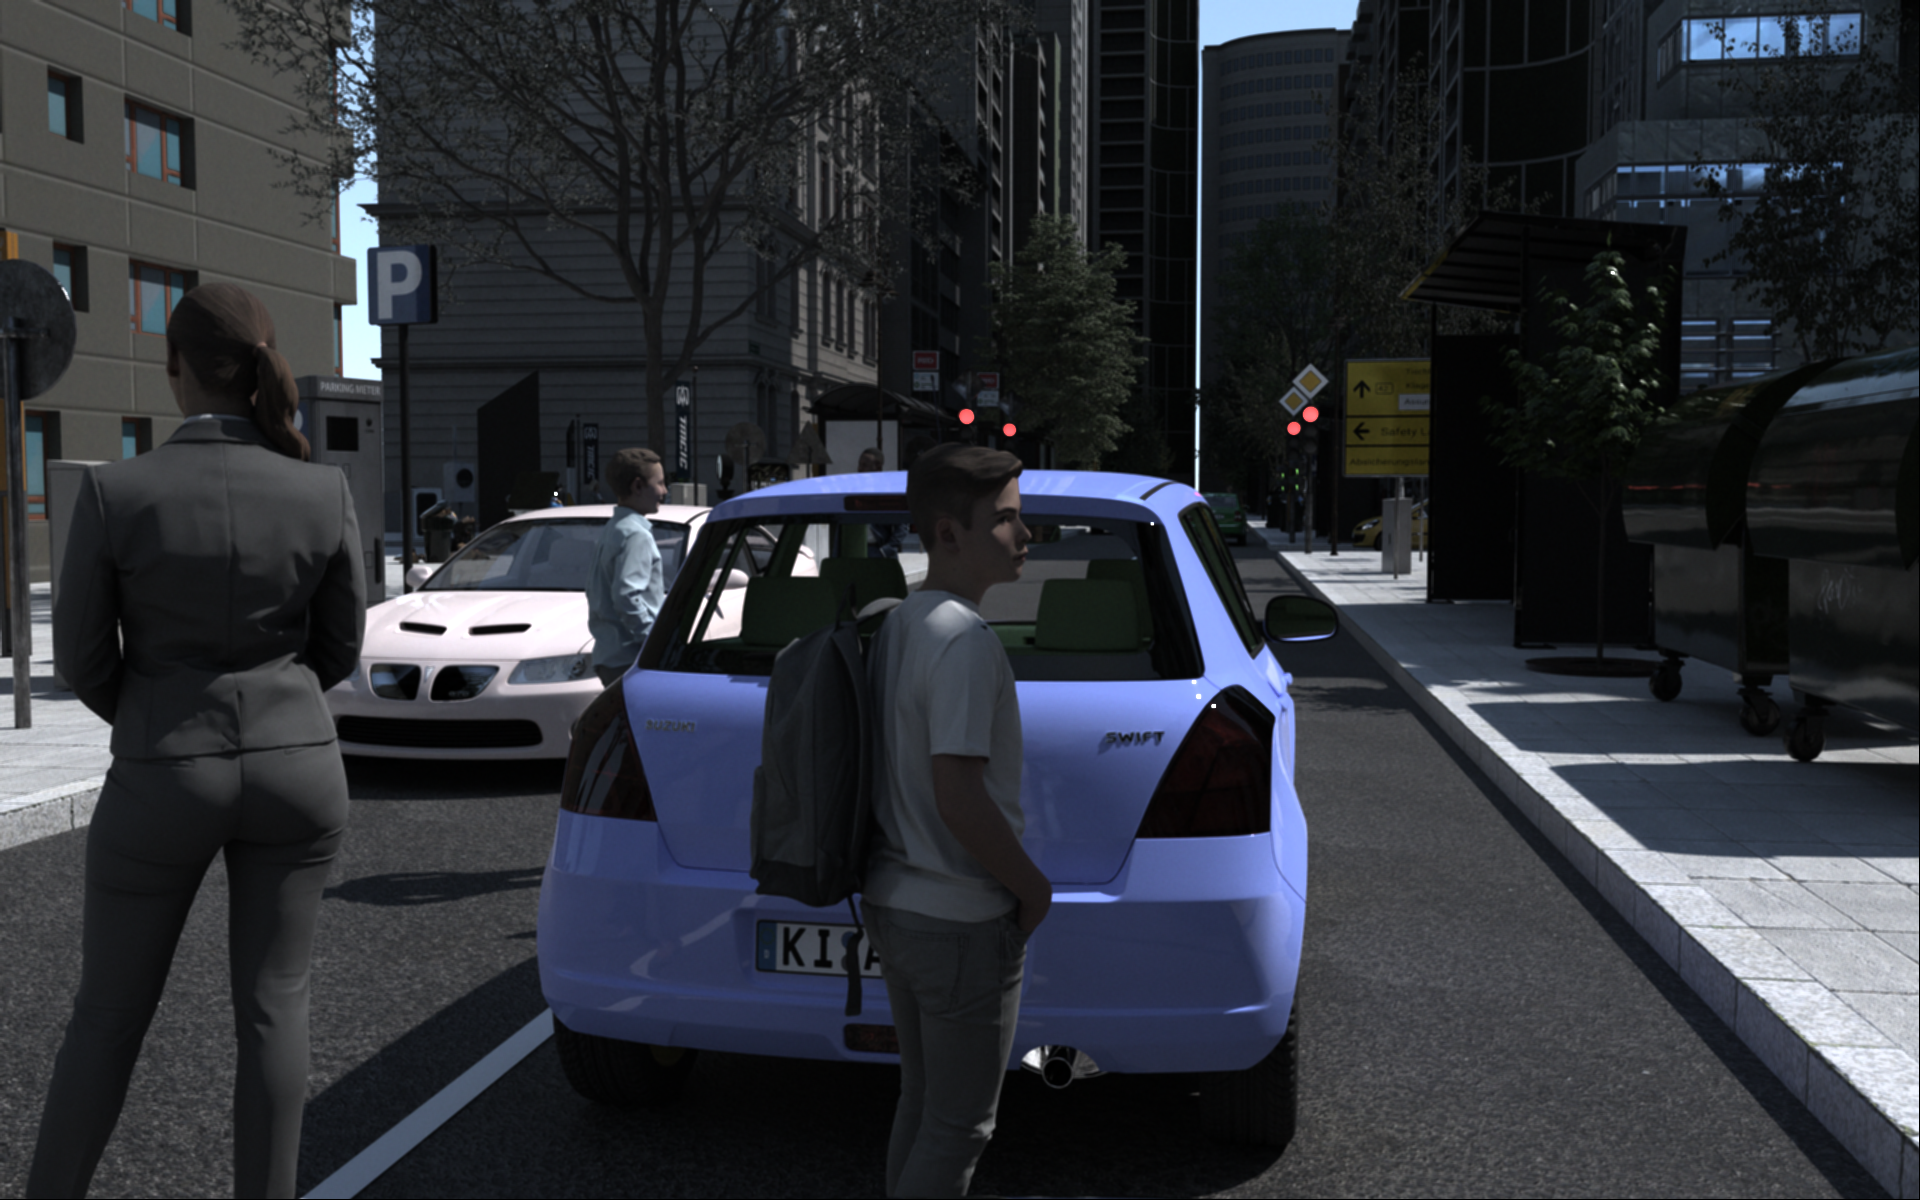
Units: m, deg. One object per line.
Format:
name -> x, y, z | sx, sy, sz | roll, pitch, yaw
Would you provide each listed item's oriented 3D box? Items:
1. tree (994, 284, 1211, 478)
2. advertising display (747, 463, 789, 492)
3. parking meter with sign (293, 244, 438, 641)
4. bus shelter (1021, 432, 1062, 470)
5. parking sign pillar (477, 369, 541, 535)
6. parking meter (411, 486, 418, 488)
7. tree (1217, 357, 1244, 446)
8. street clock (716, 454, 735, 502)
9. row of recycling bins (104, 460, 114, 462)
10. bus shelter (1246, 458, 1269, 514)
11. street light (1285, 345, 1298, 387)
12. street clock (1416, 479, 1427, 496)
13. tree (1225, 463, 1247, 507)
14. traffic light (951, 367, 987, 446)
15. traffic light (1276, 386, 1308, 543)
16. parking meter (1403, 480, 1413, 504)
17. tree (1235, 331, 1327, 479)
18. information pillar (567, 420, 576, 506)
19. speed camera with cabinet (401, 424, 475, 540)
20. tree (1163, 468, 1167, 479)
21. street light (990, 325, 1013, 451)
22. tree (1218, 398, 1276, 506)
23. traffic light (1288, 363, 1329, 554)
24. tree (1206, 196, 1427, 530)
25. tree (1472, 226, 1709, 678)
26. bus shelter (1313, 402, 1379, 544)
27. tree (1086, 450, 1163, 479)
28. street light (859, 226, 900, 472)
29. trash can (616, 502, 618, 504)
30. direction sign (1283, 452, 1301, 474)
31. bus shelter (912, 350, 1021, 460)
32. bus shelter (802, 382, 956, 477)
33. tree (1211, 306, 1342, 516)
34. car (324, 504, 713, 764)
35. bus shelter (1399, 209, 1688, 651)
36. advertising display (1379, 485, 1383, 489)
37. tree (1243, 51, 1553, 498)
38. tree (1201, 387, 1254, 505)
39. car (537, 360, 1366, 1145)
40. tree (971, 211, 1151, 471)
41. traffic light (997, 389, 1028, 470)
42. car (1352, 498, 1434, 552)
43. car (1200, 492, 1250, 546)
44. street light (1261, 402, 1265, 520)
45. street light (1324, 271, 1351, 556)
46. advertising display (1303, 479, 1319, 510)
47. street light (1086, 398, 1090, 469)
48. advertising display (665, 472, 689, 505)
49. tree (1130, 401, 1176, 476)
tree -> 6.179, -10.582, 90.016 | 9.611, 12.733, 9.660 | 0, 3, 0
advertising display -> -3.959, -1.871, 35.810 | 0.974, 1.923, 0.123 | -3, 5, -40
parking meter with sign -> -4.235, -0.932, 11.500 | 0.543, 3.016, 1.738 | 1, 4, 22
bus shelter -> 2.017, -5.012, 59.574 | 2.179, 5.291, 8.768 | 1, 4, 9
parking sign pillar -> -9.756, -3.000, 37.515 | 1.447, 3.967, 1.447 | -1, 4, -11
parking meter -> -16.506, -2.693, 52.439 | 0.372, 1.533, 0.369 | 0, 3, 0
tree -> 12.862, -7.390, 71.195 | 4.360, 8.622, 3.978 | 0, 3, 0
street clock -> -4.242, -1.637, 31.327 | 0.358, 2.002, 0.471 | -1, 4, -20
row of recycling bins -> -10.512, -0.955, 22.730 | 1.069, 1.692, 3.534 | 0, 4, -5
bus shelter -> 19.420, -7.487, 113.703 | 1.731, 3.624, 6.357 | 1, 4, 9
street light -> 10.326, -4.951, 53.735 | 0.468, 5.910, 1.993 | 1, 4, 8
street clock -> 21.868, -4.745, 82.153 | 0.471, 2.002, 0.358 | 0, 4, 1
tree -> 27.757, -11.398, 170.071 | 4.285, 4.588, 4.351 | 0, 3, 0
traffic light -> 0.206, -3.019, 38.287 | 0.839, 4.253, 0.868 | 1, 4, 8
traffic light -> 8.659, -3.438, 45.130 | 0.839, 4.253, 0.868 | 1, 4, 8
parking meter -> 18.075, -3.932, 70.004 | 0.399, 1.863, 0.255 | 0, 4, -8
tree -> 14.681, -7.779, 77.545 | 4.737, 8.622, 4.395 | 0, 3, 0
information pillar -> -12.174, -3.847, 54.255 | 0.183, 3.616, 0.504 | 1, 4, 9
speed camera with cabinet -> -14.663, -3.323, 48.667 | 0.660, 3.252, 2.038 | 3, 5, 40
tree -> 17.505, -10.825, 160.699 | 4.285, 4.588, 4.351 | 0, 3, 0
street light -> 1.136, -4.565, 47.422 | 0.468, 5.910, 1.993 | 1, 4, 8
tree -> 29.876, -15.868, 177.563 | 7.486, 12.596, 7.792 | 0, 3, 0
traffic light -> 7.491, -2.955, 37.230 | 0.839, 4.253, 0.868 | 1, 4, 8
tree -> 12.498, -8.310, 61.631 | 9.928, 11.665, 9.643 | 0, 3, 0
tree -> 4.781, -1.099, 12.572 | 1.663, 3.219, 1.824 | 0, 3, 0
bus shelter -> 10.404, -3.426, 47.294 | 1.731, 3.624, 6.357 | 1, 4, 9
tree -> 9.105, -7.267, 102.523 | 4.285, 4.588, 4.351 | 0, 3, 0
street light -> -1.397, -3.504, 30.082 | 0.468, 5.910, 1.993 | 1, 4, 8
trash can -> -5.577, -1.123, 30.020 | 0.748, 1.137, 0.748 | 0, 3, 0
direction sign -> 16.703, -5.820, 87.148 | 0.876, 3.537, 0.379 | 1, 4, 17
bus shelter -> 0.139, -4.483, 50.930 | 2.179, 5.291, 8.768 | 1, 4, 8
bus shelter -> -1.474, -2.461, 34.154 | 2.014, 3.302, 5.546 | 1, 4, 8
tree -> 18.164, -11.397, 103.348 | 9.611, 12.733, 9.660 | 0, 3, 0
car -> -2.133, 0.111, 10.555 | 2.083, 1.381, 4.827 | 1, 4, 10
bus shelter -> 5.571, -1.591, 17.298 | 1.731, 3.624, 6.357 | 1, 4, 8
advertising display -> 28.498, -6.861, 117.397 | 0.123, 1.923, 0.974 | 2, 4, 28
tree -> 7.621, -4.826, 29.267 | 4.360, 8.622, 3.978 | 0, 3, 0
tree -> 31.600, -17.605, 194.496 | 9.857, 13.997, 8.962 | 0, 3, 0
car -> 0.165, 0.267, 5.226 | 1.945, 1.707, 3.694 | 1, 4, 10
tree -> 3.943, -9.323, 70.558 | 7.486, 12.596, 7.792 | 0, 3, 0
traffic light -> 1.374, -3.503, 46.187 | 0.839, 4.253, 0.868 | 1, 4, 8
car -> 11.334, -1.883, 41.014 | 3.980, 1.641, 2.015 | 1, 4, 9
car -> 7.256, -2.476, 49.279 | 1.959, 1.807, 4.718 | 1, 4, 9
street light -> 15.160, -6.949, 86.400 | 0.468, 5.910, 1.993 | 1, 4, 8
street light -> 7.821, -3.868, 36.030 | 0.468, 5.910, 1.993 | 1, 4, 8
advertising display -> 14.981, -4.214, 74.108 | 0.974, 1.923, 0.123 | -1, 4, -22
street light -> 5.935, -6.589, 80.521 | 0.468, 5.910, 1.993 | 1, 4, 8
advertising display -> -8.376, -2.783, 50.711 | 0.974, 1.923, 0.123 | -3, 5, -40
tree -> 12.948, -10.809, 127.089 | 4.737, 8.622, 4.395 | 0, 3, 0
